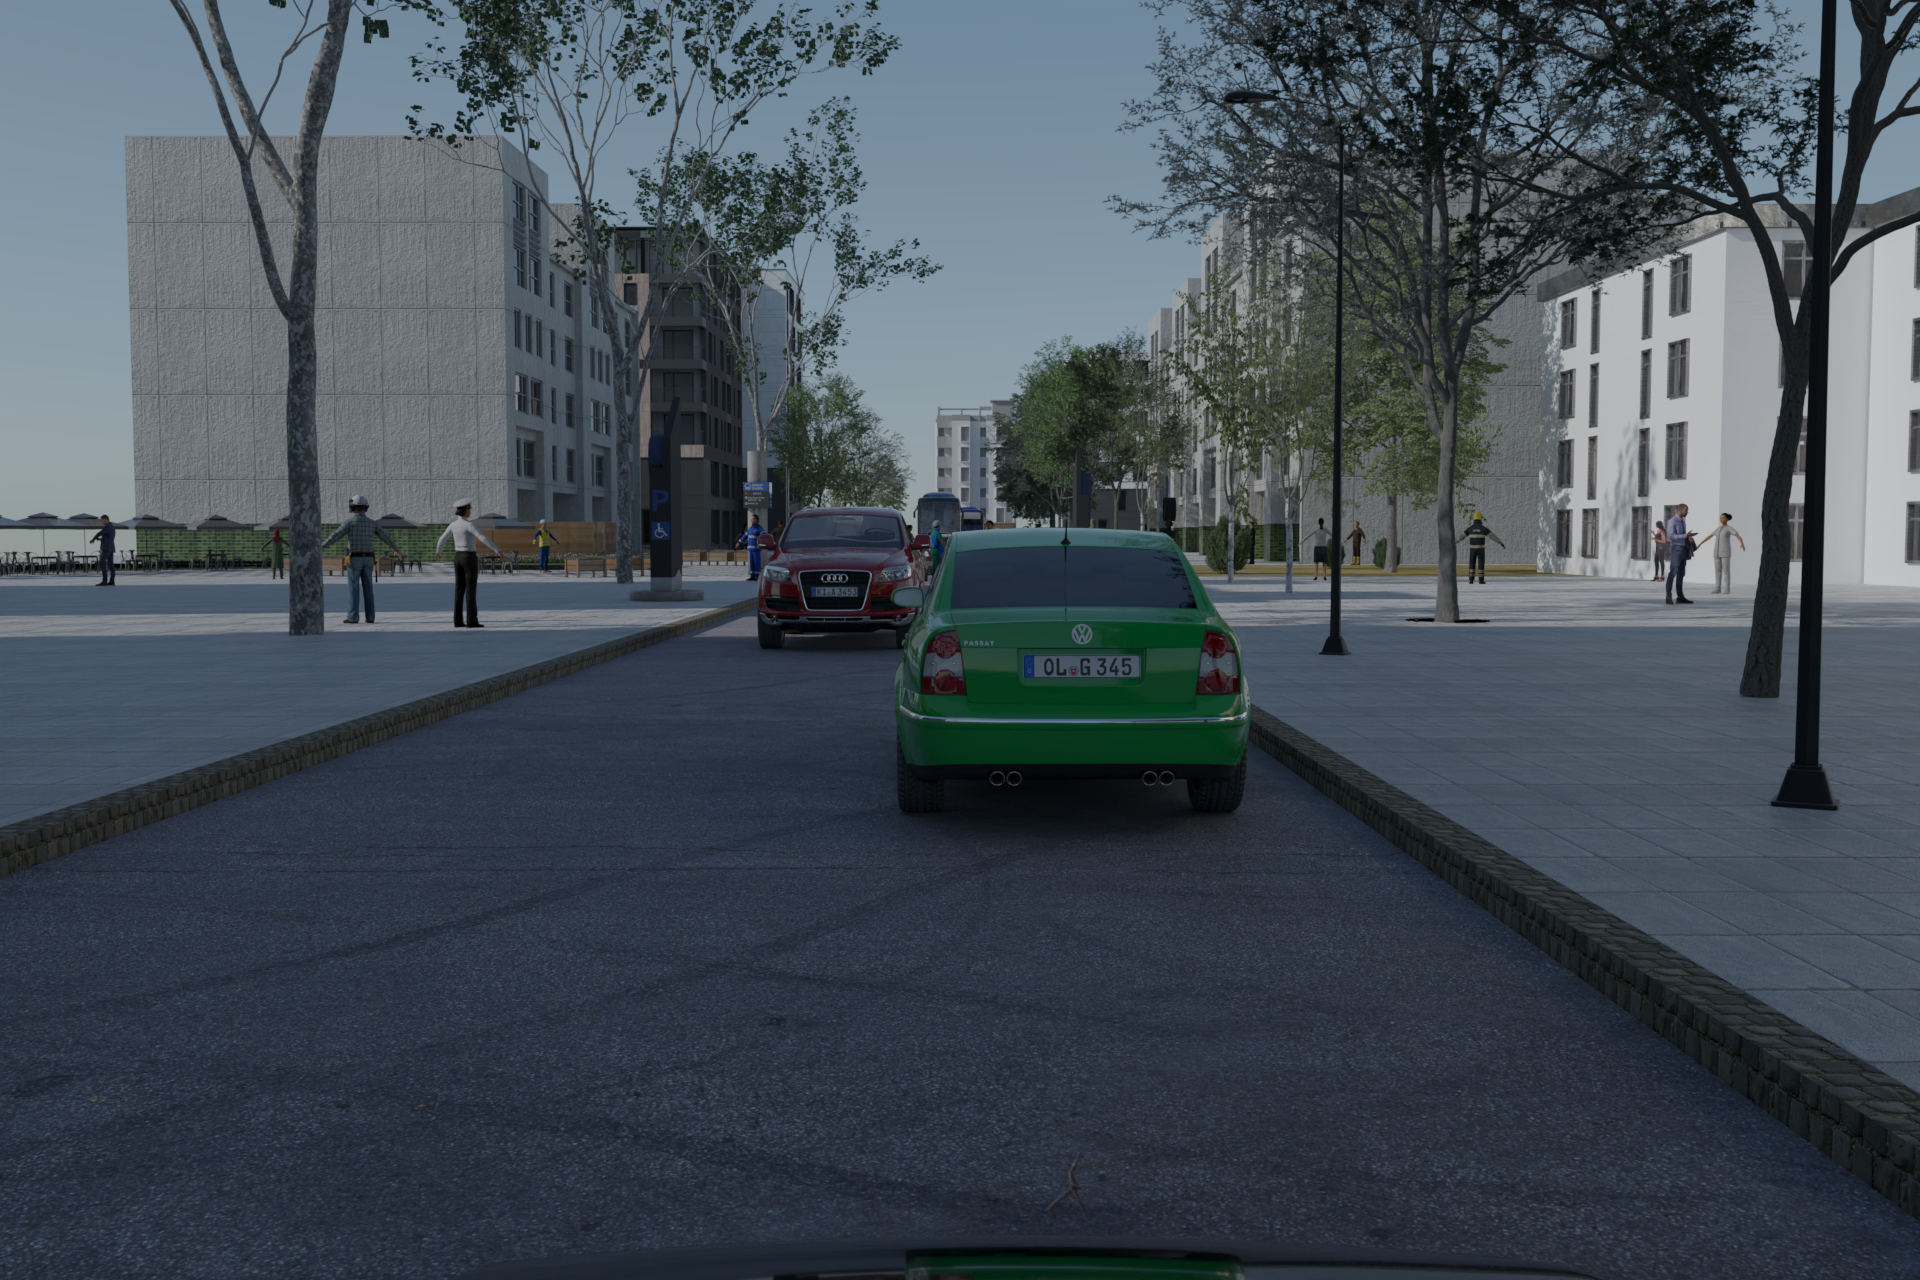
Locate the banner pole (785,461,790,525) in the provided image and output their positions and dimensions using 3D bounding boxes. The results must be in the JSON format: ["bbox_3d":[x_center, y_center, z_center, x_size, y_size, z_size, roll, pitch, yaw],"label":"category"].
[{"bbox_3d":[-5.936,-4.269,59.810,0.401,3.779,0.863,0,4,1],"label":"banner pole"}]

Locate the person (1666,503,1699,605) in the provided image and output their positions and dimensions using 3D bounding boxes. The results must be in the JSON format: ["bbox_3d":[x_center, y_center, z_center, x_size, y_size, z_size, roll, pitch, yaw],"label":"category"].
[{"bbox_3d":[13.207,-1.568,31.549,0.709,1.838,0.599,-3,5,-41],"label":"person"}]

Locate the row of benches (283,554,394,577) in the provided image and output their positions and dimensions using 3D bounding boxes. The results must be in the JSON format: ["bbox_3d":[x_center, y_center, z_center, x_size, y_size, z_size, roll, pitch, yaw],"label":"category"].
[{"bbox_3d":[-18.894,-2.274,52.645,4.104,0.672,1.422,2,4,24],"label":"row of benches"}]

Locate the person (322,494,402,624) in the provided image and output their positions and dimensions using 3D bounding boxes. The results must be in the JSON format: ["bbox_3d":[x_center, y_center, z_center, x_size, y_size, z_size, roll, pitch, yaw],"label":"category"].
[{"bbox_3d":[-8.645,-1.167,24.916,1.345,1.849,0.704,-3,5,-42],"label":"person"}]

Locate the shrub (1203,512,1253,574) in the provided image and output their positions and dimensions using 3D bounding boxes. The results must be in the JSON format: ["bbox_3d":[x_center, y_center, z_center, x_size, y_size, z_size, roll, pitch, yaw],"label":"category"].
[{"bbox_3d":[8.584,-3.128,55.566,1.690,2.028,1.600,0,3,0],"label":"shrub"}]

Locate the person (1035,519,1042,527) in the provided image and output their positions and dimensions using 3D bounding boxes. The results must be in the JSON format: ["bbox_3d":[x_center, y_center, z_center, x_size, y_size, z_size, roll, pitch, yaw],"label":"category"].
[{"bbox_3d":[3.043,-3.772,67.447,1.354,1.856,0.705,0,4,7],"label":"person"}]

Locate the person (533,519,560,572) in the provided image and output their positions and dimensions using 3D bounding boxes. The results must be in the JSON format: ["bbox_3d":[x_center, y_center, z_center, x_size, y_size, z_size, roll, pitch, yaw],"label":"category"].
[{"bbox_3d":[-13.897,-3.161,58.142,0.721,1.772,1.216,2,4,29],"label":"person"}]

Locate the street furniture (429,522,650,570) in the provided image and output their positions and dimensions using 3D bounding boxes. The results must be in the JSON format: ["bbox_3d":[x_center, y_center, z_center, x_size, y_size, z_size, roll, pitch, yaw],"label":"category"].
[{"bbox_3d":[-14.592,-3.481,63.765,11.010,1.723,9.812,0,4,0],"label":"street furniture"}]

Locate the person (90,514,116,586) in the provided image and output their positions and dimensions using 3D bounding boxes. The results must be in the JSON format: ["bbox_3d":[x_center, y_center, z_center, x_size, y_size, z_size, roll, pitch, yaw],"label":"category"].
[{"bbox_3d":[-21.263,-2.229,42.941,0.568,1.767,0.683,-1,4,-11],"label":"person"}]

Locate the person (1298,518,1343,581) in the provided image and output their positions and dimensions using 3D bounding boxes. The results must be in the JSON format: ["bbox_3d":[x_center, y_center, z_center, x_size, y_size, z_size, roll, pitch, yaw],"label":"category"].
[{"bbox_3d":[9.965,-2.511,47.883,1.217,1.735,0.721,0,4,6],"label":"person"}]

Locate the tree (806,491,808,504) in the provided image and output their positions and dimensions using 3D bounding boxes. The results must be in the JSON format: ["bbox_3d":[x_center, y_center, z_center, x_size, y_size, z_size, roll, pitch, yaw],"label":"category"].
[{"bbox_3d":[-22.955,-17.870,242.532,4.737,8.622,4.395,0,3,0],"label":"tree"}]

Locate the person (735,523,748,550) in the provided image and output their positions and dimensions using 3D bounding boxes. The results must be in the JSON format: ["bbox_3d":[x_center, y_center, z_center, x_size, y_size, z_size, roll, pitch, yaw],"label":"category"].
[{"bbox_3d":[-10.383,-4.797,84.574,1.345,1.843,0.704,-2,4,-31],"label":"person"}]

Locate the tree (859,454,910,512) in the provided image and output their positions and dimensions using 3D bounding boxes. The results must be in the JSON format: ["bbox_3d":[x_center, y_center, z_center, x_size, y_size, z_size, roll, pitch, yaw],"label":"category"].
[{"bbox_3d":[-10.686,-19.977,244.749,7.486,12.596,7.792,0,3,0],"label":"tree"}]

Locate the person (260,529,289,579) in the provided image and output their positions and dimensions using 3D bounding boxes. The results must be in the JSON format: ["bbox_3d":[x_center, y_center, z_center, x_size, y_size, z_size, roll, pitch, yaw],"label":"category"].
[{"bbox_3d":[-19.417,-2.452,49.298,0.989,1.438,0.599,-1,4,-10],"label":"person"}]

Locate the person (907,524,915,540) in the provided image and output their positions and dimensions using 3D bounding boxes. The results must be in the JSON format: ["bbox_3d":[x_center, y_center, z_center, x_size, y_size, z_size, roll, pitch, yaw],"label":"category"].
[{"bbox_3d":[-2.046,-3.839,71.367,0.704,1.843,1.345,2,4,26],"label":"person"}]

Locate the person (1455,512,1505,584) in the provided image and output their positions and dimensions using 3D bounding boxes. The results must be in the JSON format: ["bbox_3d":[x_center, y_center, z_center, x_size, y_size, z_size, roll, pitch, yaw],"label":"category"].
[{"bbox_3d":[13.278,-2.365,44.436,1.351,1.858,0.704,2,4,26],"label":"person"}]

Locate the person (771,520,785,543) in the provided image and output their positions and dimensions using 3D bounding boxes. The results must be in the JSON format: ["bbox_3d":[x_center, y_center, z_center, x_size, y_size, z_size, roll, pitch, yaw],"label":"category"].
[{"bbox_3d":[-6.679,-3.578,64.729,1.346,1.802,0.704,0,4,3],"label":"person"}]

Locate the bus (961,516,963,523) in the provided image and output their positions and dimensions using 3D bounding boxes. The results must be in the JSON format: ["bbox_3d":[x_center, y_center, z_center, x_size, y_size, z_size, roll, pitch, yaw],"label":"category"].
[{"bbox_3d":[-1.208,-9.341,144.268,2.896,3.916,12.251,0,3,0],"label":"bus"}]

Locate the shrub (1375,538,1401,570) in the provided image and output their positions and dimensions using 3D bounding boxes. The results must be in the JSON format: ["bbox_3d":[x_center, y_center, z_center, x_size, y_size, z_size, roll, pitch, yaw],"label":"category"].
[{"bbox_3d":[15.256,-3.093,61.688,1.383,1.207,1.383,0,3,0],"label":"shrub"}]

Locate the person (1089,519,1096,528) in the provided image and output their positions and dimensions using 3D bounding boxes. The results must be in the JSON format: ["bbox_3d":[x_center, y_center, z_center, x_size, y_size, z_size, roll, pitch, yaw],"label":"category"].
[{"bbox_3d":[4.590,-3.261,59.451,0.705,1.813,1.348,-1,4,-20],"label":"person"}]

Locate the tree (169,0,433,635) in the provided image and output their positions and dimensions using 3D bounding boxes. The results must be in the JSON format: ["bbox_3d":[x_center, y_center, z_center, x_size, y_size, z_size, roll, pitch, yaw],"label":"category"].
[{"bbox_3d":[-9.331,-10.198,22.624,12.611,20.169,13.585,0,3,0],"label":"tree"}]

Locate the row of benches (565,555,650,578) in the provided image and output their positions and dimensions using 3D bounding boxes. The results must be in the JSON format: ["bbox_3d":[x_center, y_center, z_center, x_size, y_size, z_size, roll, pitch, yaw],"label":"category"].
[{"bbox_3d":[-10.145,-2.272,52.616,1.422,0.672,4.104,3,5,40],"label":"row of benches"}]

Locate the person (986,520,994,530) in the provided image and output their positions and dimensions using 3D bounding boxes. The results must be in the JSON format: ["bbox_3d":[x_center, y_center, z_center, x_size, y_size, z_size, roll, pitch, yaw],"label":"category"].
[{"bbox_3d":[0.785,-2.319,46.553,1.347,1.806,0.705,1,4,18],"label":"person"}]

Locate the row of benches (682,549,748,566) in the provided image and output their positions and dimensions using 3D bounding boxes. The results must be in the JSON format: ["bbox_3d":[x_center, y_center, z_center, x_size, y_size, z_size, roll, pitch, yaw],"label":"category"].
[{"bbox_3d":[-9.576,-3.346,70.162,4.104,0.672,1.422,2,4,34],"label":"row of benches"}]

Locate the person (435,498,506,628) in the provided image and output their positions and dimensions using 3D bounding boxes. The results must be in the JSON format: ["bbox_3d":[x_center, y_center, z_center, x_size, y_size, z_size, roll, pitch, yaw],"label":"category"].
[{"bbox_3d":[-6.746,-1.061,23.804,1.216,1.778,0.721,2,4,26],"label":"person"}]

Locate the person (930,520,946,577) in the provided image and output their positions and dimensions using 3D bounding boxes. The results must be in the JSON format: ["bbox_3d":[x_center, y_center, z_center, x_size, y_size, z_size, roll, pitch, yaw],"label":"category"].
[{"bbox_3d":[-0.600,-2.419,48.132,0.704,1.817,1.347,-2,4,-24],"label":"person"}]

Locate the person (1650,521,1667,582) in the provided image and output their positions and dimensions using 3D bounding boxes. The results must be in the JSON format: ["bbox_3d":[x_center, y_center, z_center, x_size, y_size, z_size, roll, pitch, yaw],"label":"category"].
[{"bbox_3d":[18.812,-2.399,46.734,0.415,1.643,0.593,-2,4,-28],"label":"person"}]

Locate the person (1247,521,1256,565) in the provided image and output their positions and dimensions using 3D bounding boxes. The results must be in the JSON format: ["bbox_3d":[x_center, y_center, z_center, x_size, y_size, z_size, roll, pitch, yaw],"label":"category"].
[{"bbox_3d":[12.273,-4.104,73.033,0.705,1.837,1.347,1,4,20],"label":"person"}]

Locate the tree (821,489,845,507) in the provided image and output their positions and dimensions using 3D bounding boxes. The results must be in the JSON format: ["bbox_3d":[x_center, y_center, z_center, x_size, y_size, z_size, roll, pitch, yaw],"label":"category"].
[{"bbox_3d":[-17.643,-17.892,242.900,4.737,8.622,4.395,0,3,0],"label":"tree"}]

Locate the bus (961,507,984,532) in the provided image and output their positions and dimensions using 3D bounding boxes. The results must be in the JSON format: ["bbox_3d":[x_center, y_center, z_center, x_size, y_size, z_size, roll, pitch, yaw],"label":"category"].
[{"bbox_3d":[0.729,-10.098,156.649,2.896,3.916,12.251,0,4,-1],"label":"bus"}]

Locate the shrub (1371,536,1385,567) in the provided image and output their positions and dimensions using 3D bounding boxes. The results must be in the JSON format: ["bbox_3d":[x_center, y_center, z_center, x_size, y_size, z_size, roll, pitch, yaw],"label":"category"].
[{"bbox_3d":[15.869,-3.281,64.755,1.383,1.207,1.383,0,3,0],"label":"shrub"}]

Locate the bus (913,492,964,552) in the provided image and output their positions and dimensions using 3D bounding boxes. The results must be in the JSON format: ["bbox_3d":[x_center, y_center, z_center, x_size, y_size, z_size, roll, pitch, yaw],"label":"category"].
[{"bbox_3d":[-1.237,-6.917,104.638,2.896,3.916,12.251,0,4,0],"label":"bus"}]

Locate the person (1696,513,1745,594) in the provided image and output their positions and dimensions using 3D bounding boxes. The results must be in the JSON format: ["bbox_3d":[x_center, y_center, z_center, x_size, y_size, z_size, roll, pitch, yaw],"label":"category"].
[{"bbox_3d":[16.276,-1.853,37.063,0.721,1.739,1.217,-2,4,-29],"label":"person"}]

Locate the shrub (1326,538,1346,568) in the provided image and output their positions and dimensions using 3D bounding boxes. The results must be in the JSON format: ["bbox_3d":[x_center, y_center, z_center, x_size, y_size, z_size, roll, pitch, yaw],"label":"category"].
[{"bbox_3d":[13.998,-3.300,65.072,1.383,1.207,1.383,0,3,0],"label":"shrub"}]

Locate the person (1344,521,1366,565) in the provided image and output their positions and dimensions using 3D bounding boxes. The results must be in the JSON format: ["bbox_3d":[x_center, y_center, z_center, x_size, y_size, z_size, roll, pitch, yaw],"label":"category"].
[{"bbox_3d":[16.388,-4.006,71.634,0.704,1.812,1.346,-2,4,-25],"label":"person"}]

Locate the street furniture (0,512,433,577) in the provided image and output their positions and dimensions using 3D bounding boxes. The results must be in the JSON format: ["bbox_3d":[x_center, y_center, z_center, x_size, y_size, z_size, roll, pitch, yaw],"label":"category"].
[{"bbox_3d":[-31.170,-3.377,60.239,14.083,1.986,27.439,1,4,19],"label":"street furniture"}]

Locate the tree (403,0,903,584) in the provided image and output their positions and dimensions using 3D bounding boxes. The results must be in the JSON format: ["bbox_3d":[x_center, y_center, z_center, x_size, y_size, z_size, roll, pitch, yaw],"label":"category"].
[{"bbox_3d":[-8.023,-11.453,43.150,12.611,20.169,13.585,0,3,0],"label":"tree"}]

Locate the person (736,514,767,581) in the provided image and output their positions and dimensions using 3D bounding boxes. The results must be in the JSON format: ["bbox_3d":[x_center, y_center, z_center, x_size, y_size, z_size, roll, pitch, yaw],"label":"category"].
[{"bbox_3d":[-5.642,-2.538,47.474,1.345,1.831,0.704,3,5,44],"label":"person"}]
